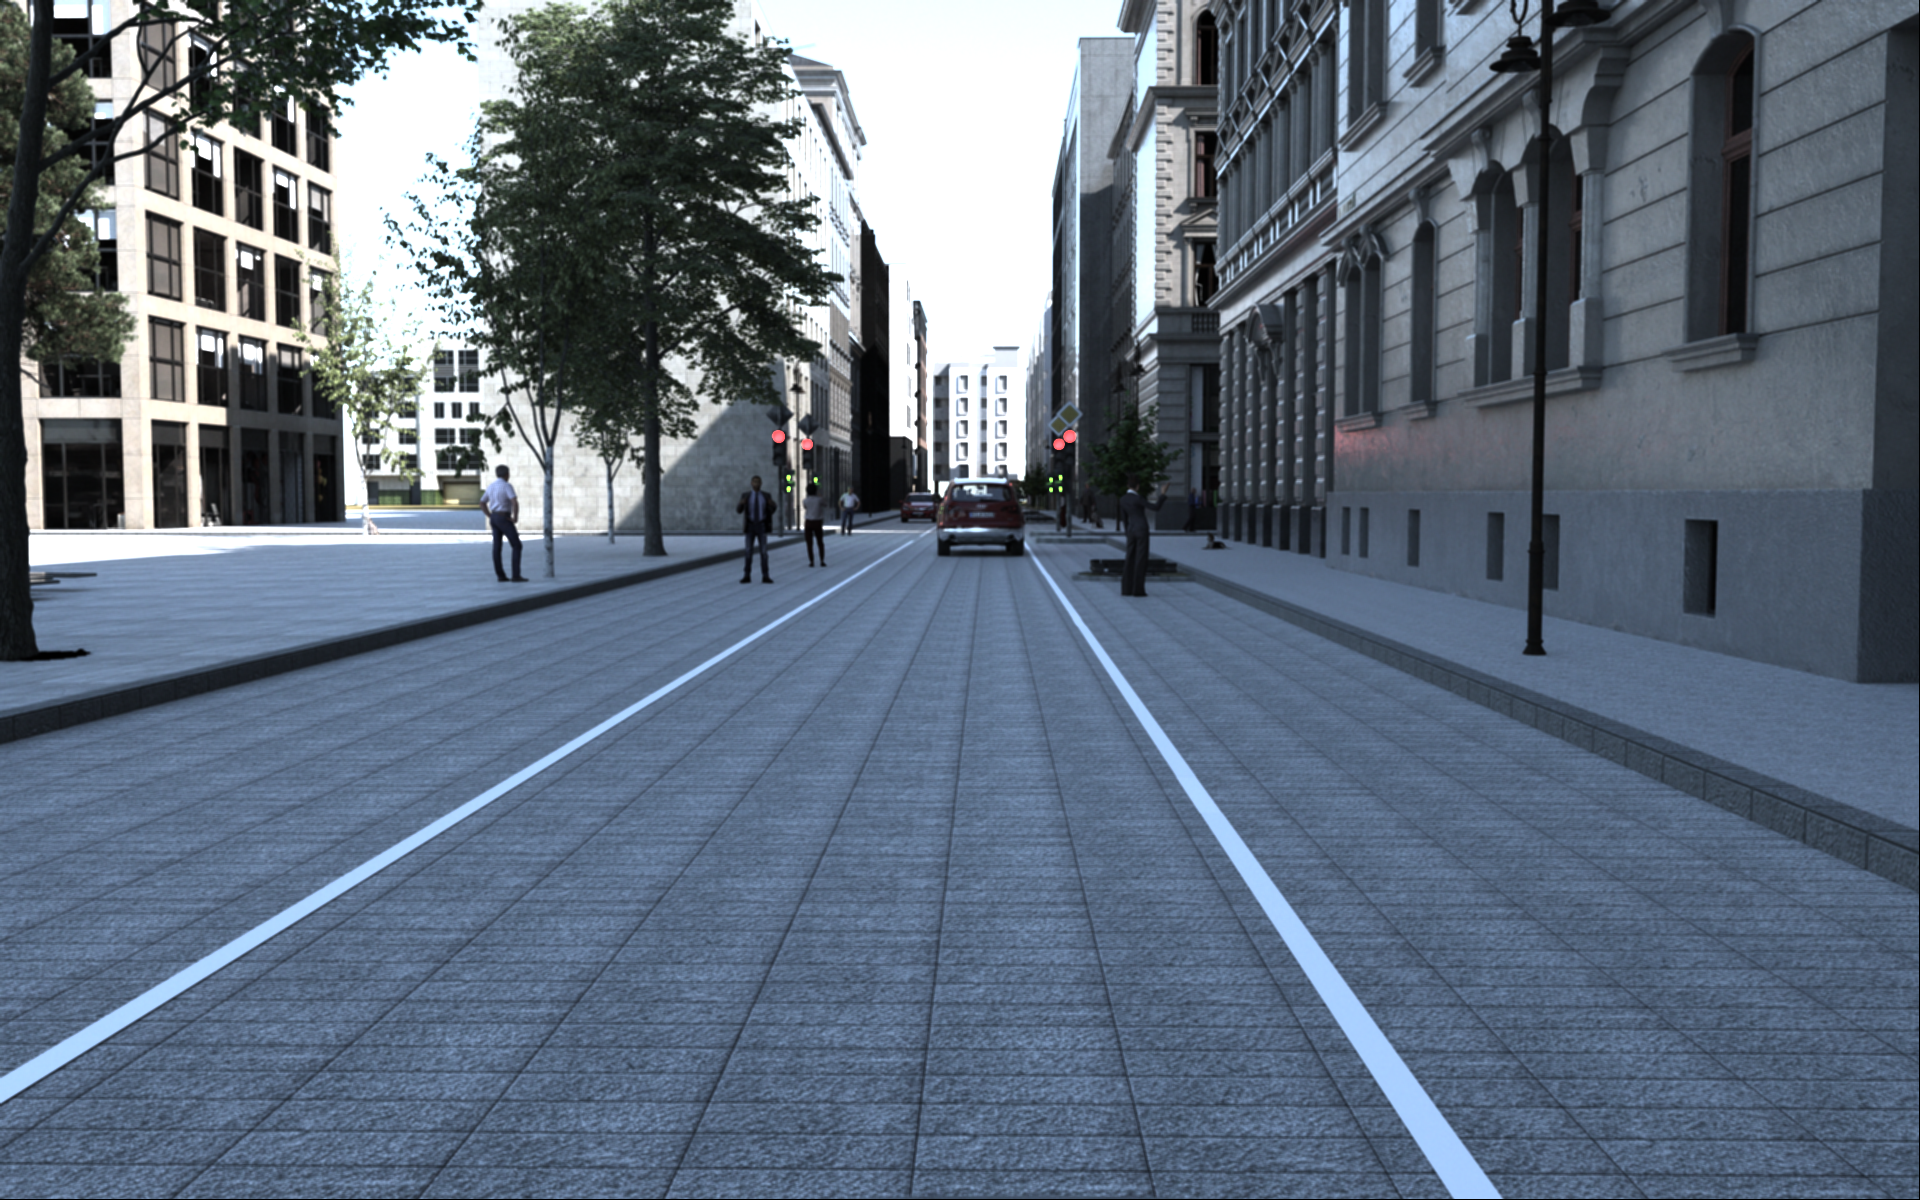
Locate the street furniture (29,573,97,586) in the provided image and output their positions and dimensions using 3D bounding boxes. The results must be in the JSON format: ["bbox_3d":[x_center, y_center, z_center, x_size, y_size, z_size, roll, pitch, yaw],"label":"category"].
[{"bbox_3d":[-15.892,-0.690,18.130,9.812,1.723,11.010,0,4,8],"label":"street furniture"}]

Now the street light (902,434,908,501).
[{"bbox_3d":[-4.296,-9.838,133.639,0.468,5.910,1.993,0,4,1],"label":"street light"}]

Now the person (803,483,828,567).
[{"bbox_3d":[-2.879,-1.481,34.174,0.517,1.644,0.566,3,4,38],"label":"person"}]

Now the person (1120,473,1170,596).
[{"bbox_3d":[2.594,-0.915,24.271,0.742,1.727,0.445,1,4,17],"label":"person"}]

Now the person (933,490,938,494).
[{"bbox_3d":[-2.144,-8.666,150.180,1.348,1.826,0.705,-1,4,-17],"label":"person"}]

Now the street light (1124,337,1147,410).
[{"bbox_3d":[5.212,-4.784,51.012,0.468,5.910,1.993,0,4,1],"label":"street light"}]

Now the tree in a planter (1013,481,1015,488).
[{"bbox_3d":[4.312,-6.970,111.180,1.991,3.239,1.994,0,4,1],"label":"tree in a planter"}]

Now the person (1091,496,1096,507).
[{"bbox_3d":[6.016,-4.284,79.314,0.421,1.427,0.697,1,4,14],"label":"person"}]

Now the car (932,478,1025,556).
[{"bbox_3d":[0.462,-2.027,41.809,2.281,1.827,5.304,0,4,-1],"label":"car"}]

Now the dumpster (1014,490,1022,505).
[{"bbox_3d":[4.936,-9.506,163.641,1.865,1.857,1.264,0,4,-1],"label":"dumpster"}]

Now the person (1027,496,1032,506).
[{"bbox_3d":[7.651,-11.178,189.471,0.621,1.740,0.551,-2,4,-28],"label":"person"}]

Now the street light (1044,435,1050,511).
[{"bbox_3d":[6.785,-9.862,134.032,0.468,5.910,1.993,0,4,1],"label":"street light"}]

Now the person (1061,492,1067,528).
[{"bbox_3d":[4.359,-3.846,73.846,0.387,1.526,0.523,0,4,2],"label":"person"}]

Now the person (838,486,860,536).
[{"bbox_3d":[-3.811,-3.073,59.688,0.756,1.711,0.436,0,4,-4],"label":"person"}]

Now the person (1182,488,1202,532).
[{"bbox_3d":[7.892,-3.047,58.561,0.600,1.496,0.574,2,4,30],"label":"person"}]

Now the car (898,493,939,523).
[{"bbox_3d":[-2.056,-4.858,88.465,2.155,1.783,4.494,0,4,1],"label":"car"}]

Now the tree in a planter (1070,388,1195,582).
[{"bbox_3d":[2.872,-1.953,29.151,1.991,3.239,1.994,0,4,1],"label":"tree in a planter"}]

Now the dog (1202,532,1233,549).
[{"bbox_3d":[6.002,-1.381,40.318,0.748,0.427,0.550,1,4,8],"label":"dog"}]

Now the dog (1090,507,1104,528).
[{"bbox_3d":[5.247,-3.085,64.818,0.800,0.831,0.513,0,4,-2],"label":"dog"}]

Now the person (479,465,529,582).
[{"bbox_3d":[-6.680,-1.129,25.441,0.756,1.711,0.436,3,5,40],"label":"person"}]

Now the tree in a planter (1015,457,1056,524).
[{"bbox_3d":[3.828,-5.312,84.073,1.991,3.239,1.994,0,4,1],"label":"tree in a planter"}]

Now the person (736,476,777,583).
[{"bbox_3d":[-3.264,-1.130,27.798,0.655,1.722,0.431,0,4,-4],"label":"person"}]

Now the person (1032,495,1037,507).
[{"bbox_3d":[7.205,-9.877,168.244,0.721,1.735,1.217,-1,4,-19],"label":"person"}]

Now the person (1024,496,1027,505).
[{"bbox_3d":[8.070,-12.527,211.684,1.217,1.723,0.721,0,4,-4],"label":"person"}]

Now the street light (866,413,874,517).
[{"bbox_3d":[-5.025,-7.584,96.785,0.468,5.910,1.993,0,4,1],"label":"street light"}]

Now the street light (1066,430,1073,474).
[{"bbox_3d":[6.067,-7.608,97.177,0.468,5.910,1.993,0,4,1],"label":"street light"}]

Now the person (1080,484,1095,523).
[{"bbox_3d":[5.671,-4.319,77.209,0.434,1.755,0.990,-3,4,-37],"label":"person"}]

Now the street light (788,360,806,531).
[{"bbox_3d":[-5.608,-5.330,59.928,0.468,5.910,1.993,0,4,1],"label":"street light"}]

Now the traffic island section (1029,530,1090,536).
[{"bbox_3d":[3.404,-2.277,59.508,2.009,0.180,2.903,0,4,1],"label":"traffic island section"}]

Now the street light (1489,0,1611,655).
[{"bbox_3d":[4.597,-2.501,13.683,0.468,5.910,1.993,0,4,1],"label":"street light"}]

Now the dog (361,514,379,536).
[{"bbox_3d":[-19.154,-2.417,56.352,0.513,0.831,0.800,-2,4,-29],"label":"dog"}]

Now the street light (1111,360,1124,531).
[{"bbox_3d":[5.473,-5.319,59.749,0.468,5.910,1.993,0,4,1],"label":"street light"}]

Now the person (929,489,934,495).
[{"bbox_3d":[-1.882,-6.111,109.124,0.576,1.737,0.504,-2,4,-24],"label":"person"}]
